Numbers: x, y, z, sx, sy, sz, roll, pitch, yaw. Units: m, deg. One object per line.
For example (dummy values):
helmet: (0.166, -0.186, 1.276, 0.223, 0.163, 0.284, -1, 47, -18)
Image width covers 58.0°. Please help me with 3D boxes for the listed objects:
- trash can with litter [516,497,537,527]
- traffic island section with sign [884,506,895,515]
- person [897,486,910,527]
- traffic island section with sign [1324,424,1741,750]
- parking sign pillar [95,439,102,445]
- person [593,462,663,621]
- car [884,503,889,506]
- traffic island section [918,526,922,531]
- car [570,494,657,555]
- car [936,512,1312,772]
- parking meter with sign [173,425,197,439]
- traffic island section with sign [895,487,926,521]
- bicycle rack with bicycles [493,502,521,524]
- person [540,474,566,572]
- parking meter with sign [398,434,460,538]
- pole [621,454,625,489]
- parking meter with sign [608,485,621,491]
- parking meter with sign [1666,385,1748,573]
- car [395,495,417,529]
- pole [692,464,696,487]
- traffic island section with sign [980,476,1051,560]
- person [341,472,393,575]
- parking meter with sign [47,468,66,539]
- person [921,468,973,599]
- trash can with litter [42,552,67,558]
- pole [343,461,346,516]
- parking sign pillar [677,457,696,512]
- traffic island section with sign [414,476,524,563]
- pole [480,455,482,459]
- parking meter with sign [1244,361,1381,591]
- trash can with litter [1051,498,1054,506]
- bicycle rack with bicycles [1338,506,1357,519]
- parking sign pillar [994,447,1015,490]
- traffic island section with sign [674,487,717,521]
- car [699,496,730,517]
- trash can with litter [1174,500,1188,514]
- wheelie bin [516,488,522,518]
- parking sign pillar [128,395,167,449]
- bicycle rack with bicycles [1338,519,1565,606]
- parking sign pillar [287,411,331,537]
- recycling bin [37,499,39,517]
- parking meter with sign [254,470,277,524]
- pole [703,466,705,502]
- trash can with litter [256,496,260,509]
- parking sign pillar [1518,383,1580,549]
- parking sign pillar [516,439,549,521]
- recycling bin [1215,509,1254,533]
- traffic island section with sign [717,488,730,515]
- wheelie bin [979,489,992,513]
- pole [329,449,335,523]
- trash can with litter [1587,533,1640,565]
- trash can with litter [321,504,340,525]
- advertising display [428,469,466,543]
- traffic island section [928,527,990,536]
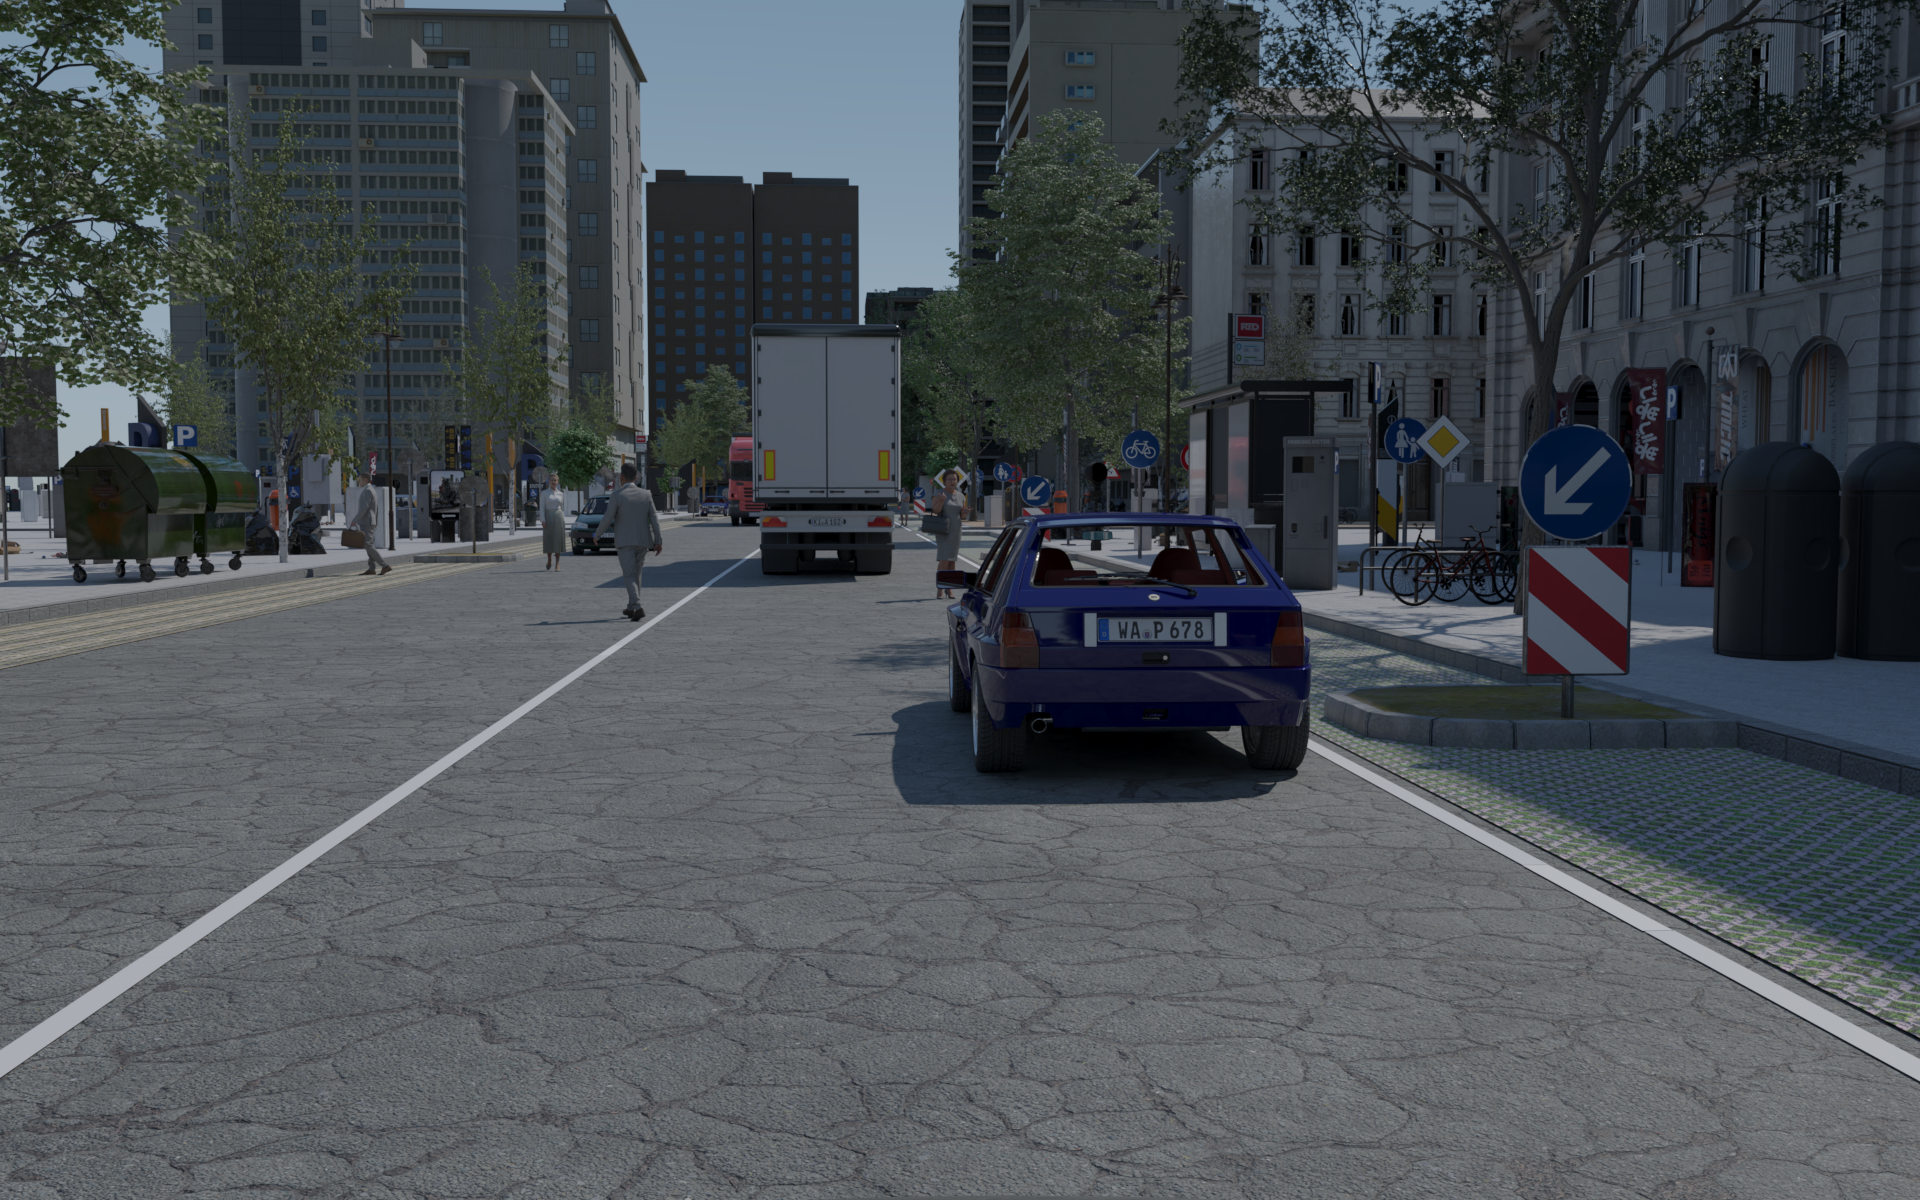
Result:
trash can with litter: (-17.032, -3.440, 67.631, 1.055, 1.170, 0.624, -1, 4, -9)
traffic island section with sign: (-4.156, -6.832, 120.325, 1.989, 1.847, 2.006, 0, 4, -4)
person: (-2.554, -4.115, 76.139, 0.532, 1.782, 0.716, -3, 5, -42)
traffic island section with sign: (3.334, -0.120, 10.597, 1.989, 1.847, 2.006, 0, 4, -4)
parking sign pillar: (-41.770, -5.804, 83.365, 1.447, 3.967, 1.447, 1, 4, 8)
person: (-3.755, -0.671, 19.753, 0.678, 1.792, 0.850, -2, 4, -35)
car: (-4.125, -3.834, 74.491, 2.131, 1.459, 4.920, 0, 4, -3)
traffic island section: (-0.618, -2.821, 68.409, 2.009, 0.180, 2.903, 0, 4, -4)
car: (-8.372, -1.981, 42.178, 2.009, 1.686, 4.222, 0, 4, -3)
car: (0.849, 0.139, 10.300, 1.945, 1.354, 3.894, 0, 4, -3)
parking meter with sign: (-19.902, -2.950, 44.499, 0.543, 3.016, 1.738, -2, 4, -26)
traffic island section with sign: (-2.328, -5.187, 93.432, 1.989, 1.847, 2.006, 0, 4, -4)
bicycle rack with bicycles: (-20.632, -3.808, 75.645, 2.925, 0.926, 2.852, -2, 4, -31)
person: (-7.577, -1.434, 32.178, 0.478, 1.798, 0.641, -1, 4, -19)
parking meter with sign: (-15.491, -3.317, 50.494, 1.738, 3.016, 0.543, -1, 4, -10)
pole: (-17.071, -5.747, 87.813, 0.158, 3.312, 0.155, 0, 3, 0)
parking meter with sign: (-23.689, -7.589, 120.345, 1.738, 3.016, 0.543, 1, 4, 17)
parking meter with sign: (12.346, -1.938, 27.952, 1.738, 3.016, 0.543, 0, 4, 5)
car: (-19.895, -3.130, 63.175, 4.499, 1.417, 2.014, 0, 4, -3)
pole: (-17.915, -7.512, 116.669, 0.158, 3.312, 0.155, 0, 3, 0)
traffic island section with sign: (1.468, -1.785, 37.815, 1.989, 1.847, 2.006, 0, 4, -4)
person: (-10.421, -1.334, 30.432, 0.853, 1.813, 0.709, -1, 4, -14)
parking meter with sign: (-26.155, -3.328, 50.677, 0.543, 3.016, 1.738, 0, 4, 5)
person: (-0.186, -0.901, 23.587, 0.716, 1.782, 0.532, -2, 4, -29)
trash can with litter: (-17.804, -1.476, 35.188, 1.678, 1.210, 2.233, -3, 5, -44)
pole: (-36.123, -6.597, 101.710, 0.158, 3.312, 0.155, 0, 3, 0)
parking sign pillar: (-19.975, -8.452, 126.668, 1.447, 3.967, 1.447, -2, 4, -28)
traffic island section with sign: (-10.358, -1.719, 36.733, 1.989, 1.847, 2.006, 0, 4, -4)
pole: (-25.124, -5.929, 90.783, 0.158, 3.312, 0.155, 0, 3, 0)
parking meter with sign: (4.713, -1.652, 23.264, 1.738, 3.016, 0.543, 1, 4, 22)
trash can with litter: (4.250, -4.344, 82.414, 1.055, 1.170, 0.624, 3, 5, 45)
bicycle rack with bicycles: (15.767, -3.763, 74.912, 2.925, 0.926, 2.852, 1, 4, 9)
parking sign pillar: (2.555, -6.561, 95.736, 1.447, 3.967, 1.447, 1, 4, 14)
traffic island section with sign: (-14.142, -5.109, 92.156, 1.989, 1.847, 2.006, 0, 4, -4)
car: (-15.516, -5.950, 109.859, 1.945, 1.354, 3.894, 0, 4, -4)
trash can with litter: (5.344, -1.921, 42.797, 1.055, 1.170, 0.624, 0, 4, -4)
wheelie bin: (-23.290, -5.089, 91.109, 0.693, 1.594, 0.980, -1, 4, -10)
parking sign pillar: (-21.996, -3.577, 46.950, 1.447, 3.967, 1.447, 3, 4, 38)
bicycle rack with bicycles: (6.219, -0.462, 20.939, 2.925, 0.926, 2.852, 0, 4, -6)
parking sign pillar: (-19.780, -3.897, 52.189, 1.447, 3.967, 1.447, 0, 4, 5)
recycling bin: (-51.939, -5.147, 96.704, 0.722, 1.027, 0.722, -3, 5, -40)
parking meter with sign: (-29.991, -4.821, 75.081, 1.738, 3.016, 0.543, -2, 4, -28)
pole: (-18.878, -8.182, 127.617, 0.158, 3.312, 0.155, 0, 3, 0)
trash can with litter: (-33.145, -4.363, 82.720, 1.055, 1.170, 0.624, 1, 4, 20)
parking sign pillar: (13.538, -3.144, 39.873, 1.447, 3.967, 1.447, 0, 4, 5)
parking sign pillar: (-20.633, -5.848, 84.081, 1.447, 3.967, 1.447, 1, 4, 9)
recycling bin: (4.824, -1.063, 29.937, 0.722, 1.027, 0.722, 0, 4, -3)
traffic island section with sign: (-15.965, -6.754, 119.050, 1.989, 1.847, 2.006, 0, 4, -4)
wheelie bin: (1.699, -6.685, 117.215, 0.980, 1.594, 0.693, -3, 4, -38)
pole: (-28.308, -5.150, 78.042, 0.158, 3.312, 0.155, 0, 3, 0)
trash can with litter: (11.919, -1.302, 32.343, 1.678, 1.210, 2.233, 0, 4, -3)
trash can with litter: (-27.559, -3.827, 73.630, 2.233, 1.210, 1.678, -1, 4, -19)
advertising display: (-13.434, -2.457, 45.381, 0.974, 1.923, 0.123, -3, 5, -39)
traffic island section: (-0.075, -2.334, 60.443, 2.009, 0.180, 2.903, 0, 4, -4)
